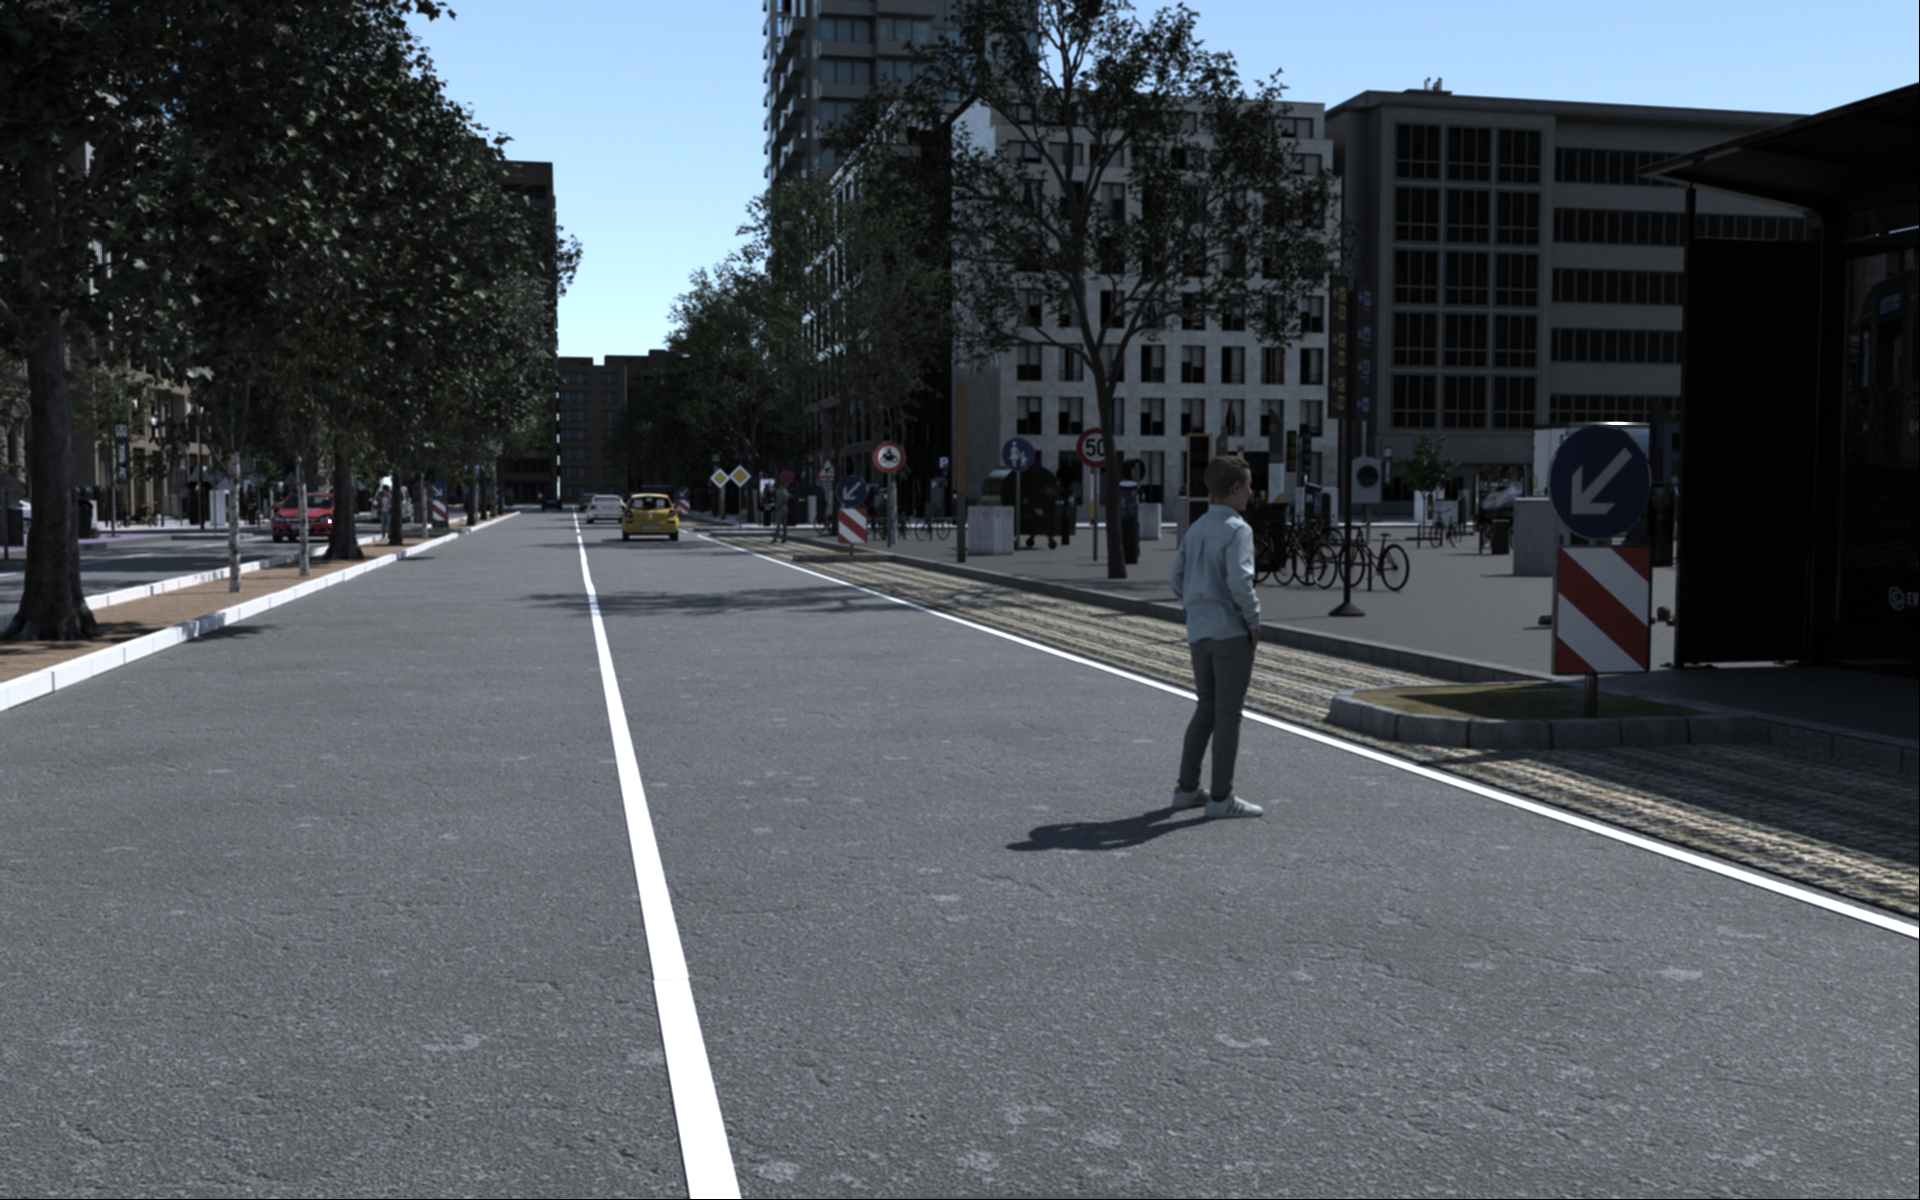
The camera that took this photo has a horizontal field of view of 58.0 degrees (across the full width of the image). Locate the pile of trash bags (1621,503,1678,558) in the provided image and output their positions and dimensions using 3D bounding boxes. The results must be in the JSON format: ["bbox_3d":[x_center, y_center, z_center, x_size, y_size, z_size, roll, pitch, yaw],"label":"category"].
[{"bbox_3d":[13.852,-1.443,33.344,1.912,1.369,3.447,2,4,31],"label":"pile of trash bags"}]

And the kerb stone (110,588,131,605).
[{"bbox_3d":[-11.014,-0.015,22.536,0.120,0.150,1.000,-1,4,-13],"label":"kerb stone"}]

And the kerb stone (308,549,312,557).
[{"bbox_3d":[-14.622,-0.999,38.545,0.120,0.150,1.000,-1,4,-13],"label":"kerb stone"}]

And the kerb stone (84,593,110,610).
[{"bbox_3d":[-10.796,0.040,21.537,0.120,0.150,1.000,-1,4,-13],"label":"kerb stone"}]

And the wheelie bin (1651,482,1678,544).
[{"bbox_3d":[17.812,-2.207,43.996,0.980,1.594,0.693,-1,4,-21],"label":"wheelie bin"}]

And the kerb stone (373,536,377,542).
[{"bbox_3d":[-17.537,-1.795,51.536,0.120,0.150,1.000,-1,4,-13],"label":"kerb stone"}]

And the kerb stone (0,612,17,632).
[{"bbox_3d":[-10.123,0.226,18.538,0.120,0.150,1.000,-1,4,-13],"label":"kerb stone"}]

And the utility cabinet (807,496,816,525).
[{"bbox_3d":[-6.207,-3.764,72.703,0.306,1.237,1.020,-1,4,-10],"label":"utility cabinet"}]

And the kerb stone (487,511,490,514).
[{"bbox_3d":[-34.982,-6.540,129.122,0.120,0.150,1.000,-1,4,-13],"label":"kerb stone"}]

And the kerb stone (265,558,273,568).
[{"bbox_3d":[-13.505,-0.694,33.543,0.120,0.150,1.000,-1,4,-13],"label":"kerb stone"}]

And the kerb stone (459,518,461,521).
[{"bbox_3d":[-26.213,-4.154,90.112,0.120,0.150,1.000,-1,4,-13],"label":"kerb stone"}]

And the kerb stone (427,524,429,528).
[{"bbox_3d":[-21.707,-2.929,70.082,0.120,0.150,1.000,-1,4,-13],"label":"kerb stone"}]

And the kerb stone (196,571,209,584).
[{"bbox_3d":[-12.149,-0.326,27.549,0.120,0.150,1.000,-1,4,-13],"label":"kerb stone"}]

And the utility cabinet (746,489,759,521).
[{"bbox_3d":[-9.625,-4.511,82.437,1.173,1.500,0.318,2,4,32],"label":"utility cabinet"}]

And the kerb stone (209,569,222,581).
[{"bbox_3d":[-12.370,-0.388,28.547,0.120,0.150,1.000,-1,4,-13],"label":"kerb stone"}]

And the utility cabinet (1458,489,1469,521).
[{"bbox_3d":[24.048,-4.533,82.798,0.318,1.500,1.173,0,4,4],"label":"utility cabinet"}]

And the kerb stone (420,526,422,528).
[{"bbox_3d":[-21.259,-2.805,68.073,0.120,0.150,1.000,-1,4,-13],"label":"kerb stone"}]

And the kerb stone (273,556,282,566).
[{"bbox_3d":[-13.718,-0.750,34.543,0.120,0.150,1.000,-1,4,-13],"label":"kerb stone"}]

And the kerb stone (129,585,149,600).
[{"bbox_3d":[-11.248,-0.080,23.535,0.120,0.150,1.000,-1,4,-13],"label":"kerb stone"}]

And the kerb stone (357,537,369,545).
[{"bbox_3d":[-17.094,-1.672,49.530,0.120,0.150,1.000,-1,4,-13],"label":"kerb stone"}]

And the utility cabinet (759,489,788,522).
[{"bbox_3d":[-8.518,-4.333,79.525,1.173,1.500,0.318,-1,4,-18],"label":"utility cabinet"}]

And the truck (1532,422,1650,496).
[{"bbox_3d":[28.822,-4.970,70.171,11.283,4.237,2.839,-1,4,-14],"label":"truck"}]

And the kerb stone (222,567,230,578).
[{"bbox_3d":[-12.595,-0.447,29.544,0.120,0.150,1.000,-1,4,-13],"label":"kerb stone"}]

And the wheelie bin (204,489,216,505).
[{"bbox_3d":[-43.196,-5.626,99.899,0.980,1.594,0.693,-2,4,-32],"label":"wheelie bin"}]

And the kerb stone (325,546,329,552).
[{"bbox_3d":[-15.286,-1.183,41.538,0.120,0.150,1.000,-1,4,-13],"label":"kerb stone"}]

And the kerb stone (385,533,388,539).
[{"bbox_3d":[-18.216,-1.978,54.536,0.120,0.150,1.000,-1,4,-13],"label":"kerb stone"}]

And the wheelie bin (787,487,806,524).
[{"bbox_3d":[-7.143,-4.107,75.056,0.693,1.594,0.980,2,4,28],"label":"wheelie bin"}]

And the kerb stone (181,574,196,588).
[{"bbox_3d":[-11.915,-0.265,26.536,0.120,0.150,1.000,-1,4,-13],"label":"kerb stone"}]

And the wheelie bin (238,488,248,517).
[{"bbox_3d":[-40.643,-5.537,98.438,0.693,1.594,0.980,-1,4,-21],"label":"wheelie bin"}]

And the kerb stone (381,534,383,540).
[{"bbox_3d":[-17.988,-1.916,53.539,0.120,0.150,1.000,-1,4,-13],"label":"kerb stone"}]

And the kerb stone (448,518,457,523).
[{"bbox_3d":[-25.533,-3.970,87.108,0.120,0.150,1.000,-1,4,-13],"label":"kerb stone"}]

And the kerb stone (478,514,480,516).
[{"bbox_3d":[-32.061,-5.742,116.115,0.120,0.150,1.000,-1,4,-13],"label":"kerb stone"}]

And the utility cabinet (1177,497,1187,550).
[{"bbox_3d":[5.455,-1.783,40.314,0.306,1.237,1.020,3,5,42],"label":"utility cabinet"}]

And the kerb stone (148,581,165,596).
[{"bbox_3d":[-11.475,-0.138,24.535,0.120,0.150,1.000,-1,4,-13],"label":"kerb stone"}]

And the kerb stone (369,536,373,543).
[{"bbox_3d":[-17.316,-1.734,50.538,0.120,0.150,1.000,-1,4,-13],"label":"kerb stone"}]

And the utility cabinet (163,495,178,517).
[{"bbox_3d":[-44.956,-5.360,98.792,1.020,1.237,0.306,1,4,15],"label":"utility cabinet"}]

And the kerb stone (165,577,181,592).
[{"bbox_3d":[-11.694,-0.204,25.538,0.120,0.150,1.000,-1,4,-13],"label":"kerb stone"}]

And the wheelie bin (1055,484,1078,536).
[{"bbox_3d":[3.221,-2.803,53.744,0.980,1.594,0.693,3,5,40],"label":"wheelie bin"}]

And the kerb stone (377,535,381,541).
[{"bbox_3d":[-17.762,-1.856,52.543,0.120,0.150,1.000,-1,4,-13],"label":"kerb stone"}]

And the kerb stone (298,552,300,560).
[{"bbox_3d":[-14.396,-0.939,37.548,0.120,0.150,1.000,-1,4,-13],"label":"kerb stone"}]

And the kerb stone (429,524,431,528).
[{"bbox_3d":[-21.930,-2.987,71.086,0.120,0.150,1.000,-1,4,-13],"label":"kerb stone"}]

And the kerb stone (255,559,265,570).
[{"bbox_3d":[-13.267,-0.633,32.548,0.120,0.150,1.000,-1,4,-13],"label":"kerb stone"}]

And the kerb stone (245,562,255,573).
[{"bbox_3d":[-13.048,-0.572,31.550,0.120,0.150,1.000,-1,4,-13],"label":"kerb stone"}]

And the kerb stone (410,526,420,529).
[{"bbox_3d":[-20.812,-2.684,66.078,0.120,0.150,1.000,-1,4,-13],"label":"kerb stone"}]

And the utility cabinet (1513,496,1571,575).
[{"bbox_3d":[9.317,-0.997,27.456,1.020,1.237,0.306,1,4,12],"label":"utility cabinet"}]

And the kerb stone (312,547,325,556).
[{"bbox_3d":[-15.063,-1.121,40.541,0.120,0.150,1.000,-1,4,-13],"label":"kerb stone"}]

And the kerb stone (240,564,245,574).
[{"bbox_3d":[-12.812,-0.511,30.542,0.120,0.150,1.000,-1,4,-13],"label":"kerb stone"}]

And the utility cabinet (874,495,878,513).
[{"bbox_3d":[-3.866,-4.713,88.217,1.020,1.237,0.306,0,4,-4],"label":"utility cabinet"}]

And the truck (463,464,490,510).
[{"bbox_3d":[-44.160,-10.363,159.200,2.967,4.110,18.799,-1,4,-14],"label":"truck"}]

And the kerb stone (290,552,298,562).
[{"bbox_3d":[-14.161,-0.875,36.541,0.120,0.150,1.000,-1,4,-13],"label":"kerb stone"}]

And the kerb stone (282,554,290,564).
[{"bbox_3d":[-13.946,-0.816,35.539,0.120,0.150,1.000,-1,4,-13],"label":"kerb stone"}]
